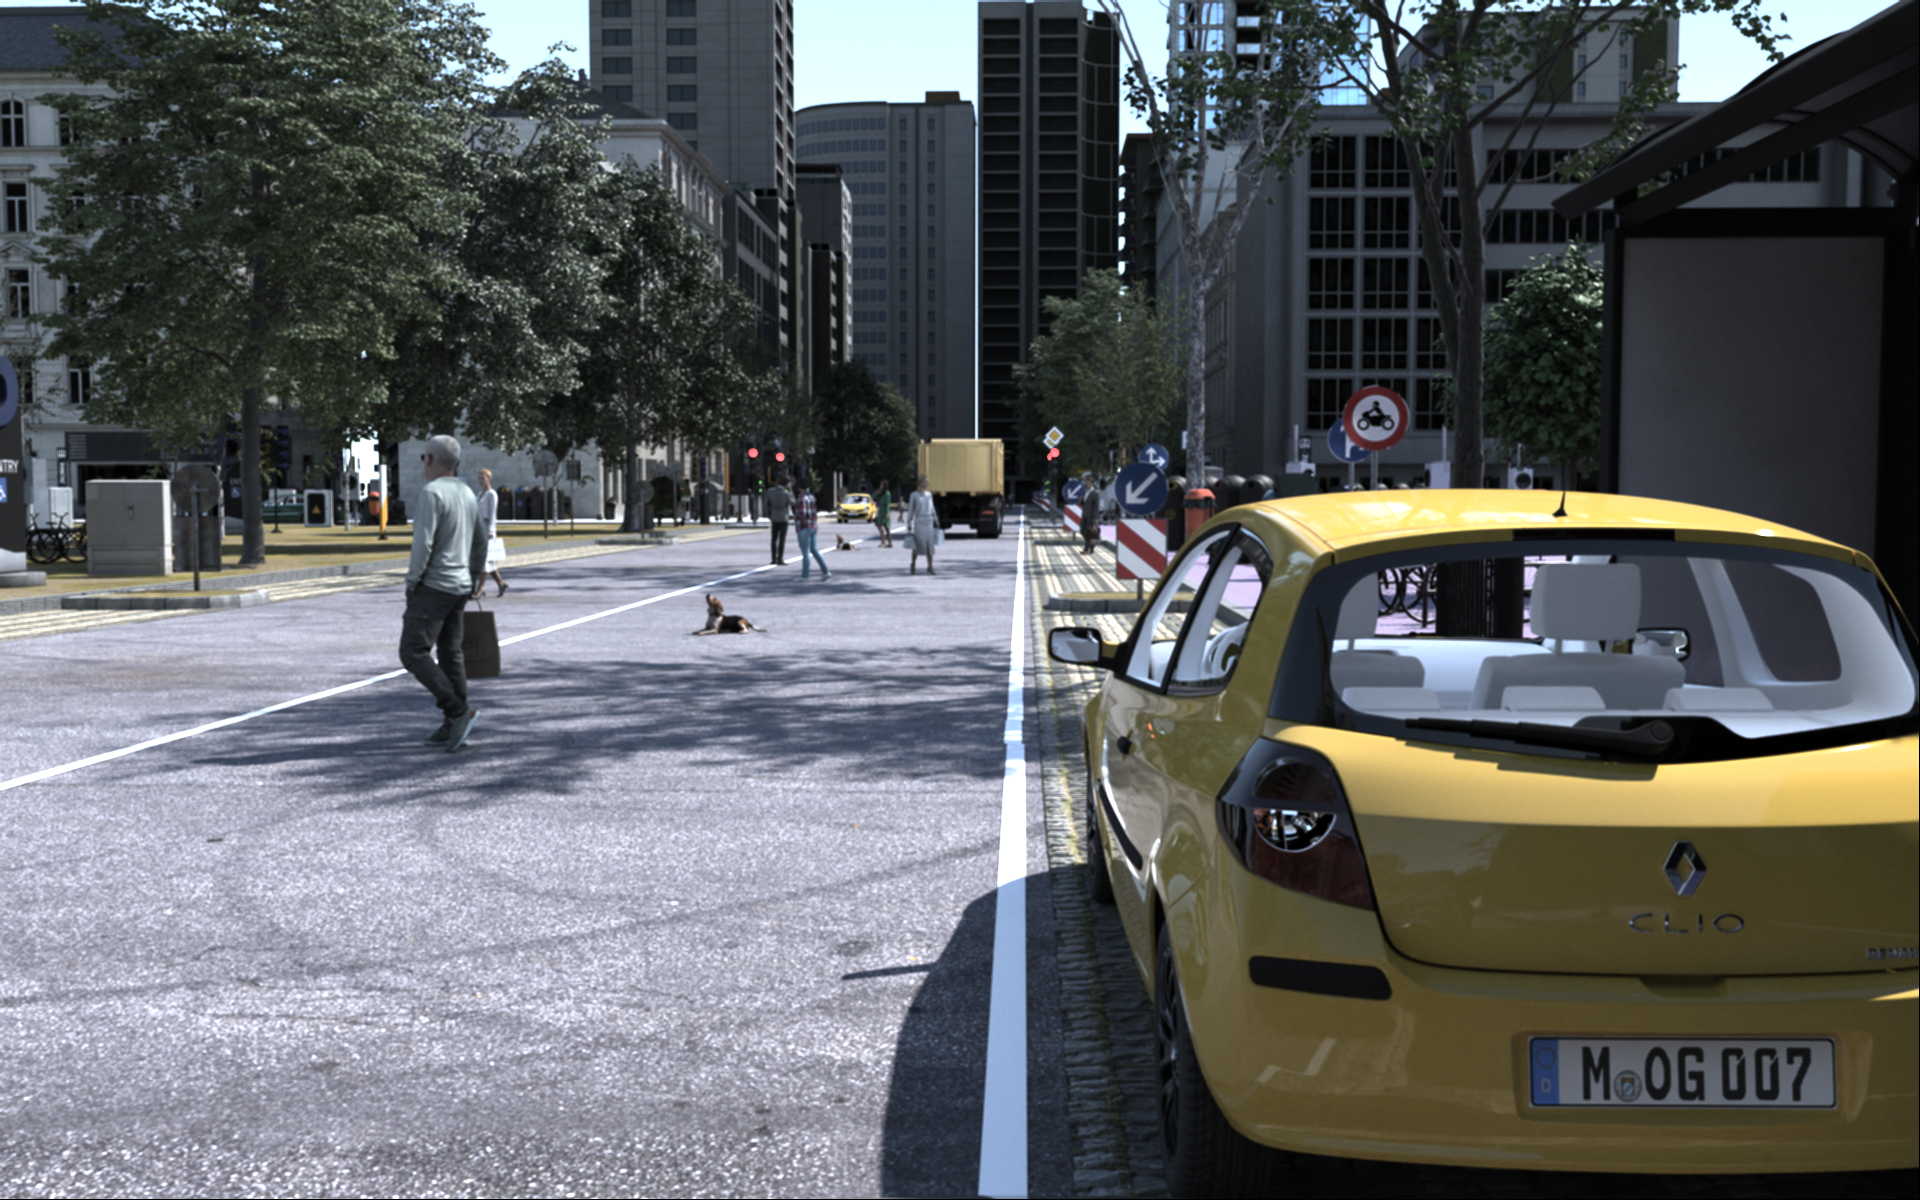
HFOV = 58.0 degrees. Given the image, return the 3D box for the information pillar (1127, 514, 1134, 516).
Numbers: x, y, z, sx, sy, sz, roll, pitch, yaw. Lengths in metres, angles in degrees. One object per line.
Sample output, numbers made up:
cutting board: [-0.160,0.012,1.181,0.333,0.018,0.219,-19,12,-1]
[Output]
information pillar: [7.121,-4.122,71.881,0.304,2.012,0.304,-1,4,-11]

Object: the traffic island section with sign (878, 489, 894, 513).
traffic island section with sign: [-6.043,-7.554,132.128,1.989,1.847,2.006,0,4,2]

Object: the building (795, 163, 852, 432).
building: [-20.781,-32.573,216.170,14.086,41.232,14.154,0,4,2]

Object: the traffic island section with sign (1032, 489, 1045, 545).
traffic island section with sign: [3.092,-2.452,48.713,1.989,1.847,2.006,0,4,2]

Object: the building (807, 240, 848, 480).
building: [-20.522,-26.071,197.959,14.160,30.474,14.107,0,4,2]

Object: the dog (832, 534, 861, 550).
dog: [-2.898,-1.469,44.212,0.748,0.427,0.550,0,4,-1]

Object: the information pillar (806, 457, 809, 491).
information pillar: [-9.717,-7.268,110.193,0.183,3.616,0.504,0,4,5]

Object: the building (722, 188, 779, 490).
building: [-23.286,-21.227,140.566,14.314,27.812,24.014,0,4,2]

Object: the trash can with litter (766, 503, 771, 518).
trash can with litter: [-9.755,-4.893,91.389,1.055,1.170,0.624,1,4,23]

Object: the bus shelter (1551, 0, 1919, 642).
bus shelter: [4.094,-0.777,6.633,2.014,3.302,5.546,0,4,2]

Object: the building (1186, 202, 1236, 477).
building: [21.535,-16.985,113.861,11.583,22.565,21.152,0,4,2]

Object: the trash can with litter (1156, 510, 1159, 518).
trash can with litter: [7.095,-3.198,63.347,1.678,1.210,2.233,1,4,22]

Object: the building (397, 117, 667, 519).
building: [-23.292,-14.793,96.615,10.420,20.320,16.860,0,4,2]

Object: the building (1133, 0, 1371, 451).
building: [29.633,-52.774,175.526,22.319,86.520,31.000,0,4,2]

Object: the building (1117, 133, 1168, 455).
building: [30.150,-33.785,207.005,22.147,44.769,28.867,0,4,2]

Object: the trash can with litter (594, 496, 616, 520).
trash can with litter: [-17.444,-4.511,85.141,1.055,1.170,0.624,-1,4,-17]

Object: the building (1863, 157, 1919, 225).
building: [55.573,-16.649,90.226,19.932,24.808,12.078,0,4,2]

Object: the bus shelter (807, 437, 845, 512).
bus shelter: [-9.861,-9.050,125.597,2.179,5.291,8.768,0,4,2]

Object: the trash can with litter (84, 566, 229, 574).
trash can with litter: [-13.379,-1.089,28.867,2.233,1.210,1.678,-2,4,-28]

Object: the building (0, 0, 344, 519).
building: [-58.733,-19.568,96.349,44.131,29.872,17.030,0,4,2]

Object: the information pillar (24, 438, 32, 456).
information pillar: [-38.856,-4.945,72.201,0.504,3.616,0.183,1,4,19]

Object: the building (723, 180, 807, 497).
building: [-22.664,-23.943,163.162,14.160,30.474,14.107,0,4,2]

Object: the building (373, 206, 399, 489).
building: [-64.567,-34.724,217.843,14.200,45.320,14.600,0,4,2]

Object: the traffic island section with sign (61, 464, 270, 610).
traffic island section with sign: [-10.046,-0.831,22.216,1.989,1.847,2.006,0,4,2]

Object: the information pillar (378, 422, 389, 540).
information pillar: [-16.246,-3.509,48.721,0.183,3.616,0.504,0,4,-1]

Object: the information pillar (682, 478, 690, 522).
information pillar: [-12.804,-4.675,80.927,0.304,2.012,0.304,-2,4,-24]

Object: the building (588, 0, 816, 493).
building: [-25.683,-45.340,179.565,20.563,71.187,20.611,0,4,2]

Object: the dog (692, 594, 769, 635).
dog: [-2.355,0.145,17.814,0.748,0.427,0.550,0,4,1]

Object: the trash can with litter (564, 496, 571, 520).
trash can with litter: [-19.673,-4.603,86.653,0.624,1.170,1.055,-1,4,-9]

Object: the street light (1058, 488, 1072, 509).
street light: [6.954,-8.791,116.276,1.470,5.913,1.316,0,4,2]

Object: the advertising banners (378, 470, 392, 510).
advertising banners: [-42.643,-8.115,128.867,0.090,3.025,2.074,1,4,16]

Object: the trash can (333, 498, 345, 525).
trash can: [-25.467,-3.644,71.230,0.748,1.137,0.748,0,3,0]

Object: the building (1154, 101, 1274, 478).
building: [22.230,-22.115,139.065,11.434,29.767,29.804,0,4,2]

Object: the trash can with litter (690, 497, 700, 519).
trash can with litter: [-13.589,-4.673,87.798,0.624,1.170,1.055,1,4,18]

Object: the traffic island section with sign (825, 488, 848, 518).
traffic island section with sign: [-7.050,-5.872,104.634,1.989,1.847,2.006,0,4,2]

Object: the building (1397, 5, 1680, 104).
building: [68.659,-40.792,208.947,28.212,58.520,21.231,0,4,2]

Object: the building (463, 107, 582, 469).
building: [-61.430,-43.800,258.121,28.212,58.520,21.231,0,4,2]

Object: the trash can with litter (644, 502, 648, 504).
trash can with litter: [-15.426,-4.488,84.766,0.624,1.170,1.055,-2,4,-27]

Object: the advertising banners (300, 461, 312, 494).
advertising banners: [-35.369,-5.891,92.504,0.090,3.025,2.074,2,4,26]

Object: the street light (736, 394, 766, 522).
street light: [-9.632,-6.564,79.864,1.470,5.913,1.316,0,4,2]

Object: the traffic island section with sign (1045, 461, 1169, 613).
traffic island section with sign: [2.109,-0.799,21.693,1.989,1.847,2.006,0,4,2]

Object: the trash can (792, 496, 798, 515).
trash can: [-9.936,-5.746,105.597,0.748,1.137,0.748,0,3,0]

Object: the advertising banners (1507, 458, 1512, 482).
advertising banners: [26.006,-5.179,80.859,0.090,3.025,2.074,-1,4,-10]

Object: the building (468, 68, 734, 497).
building: [-23.973,-20.148,116.813,14.401,28.519,23.554,0,4,2]

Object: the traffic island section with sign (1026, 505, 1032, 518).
traffic island section with sign: [5.100,-5.844,104.185,1.989,1.847,2.006,0,4,2]

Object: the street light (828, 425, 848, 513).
street light: [-8.278,-8.850,117.233,1.470,5.913,1.316,0,4,2]

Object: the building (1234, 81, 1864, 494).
building: [30.673,-16.772,93.291,30.058,24.678,14.314,0,4,2]

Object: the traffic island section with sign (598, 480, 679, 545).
traffic island section with sign: [-9.065,-2.479,49.153,1.989,1.847,2.006,0,4,2]
